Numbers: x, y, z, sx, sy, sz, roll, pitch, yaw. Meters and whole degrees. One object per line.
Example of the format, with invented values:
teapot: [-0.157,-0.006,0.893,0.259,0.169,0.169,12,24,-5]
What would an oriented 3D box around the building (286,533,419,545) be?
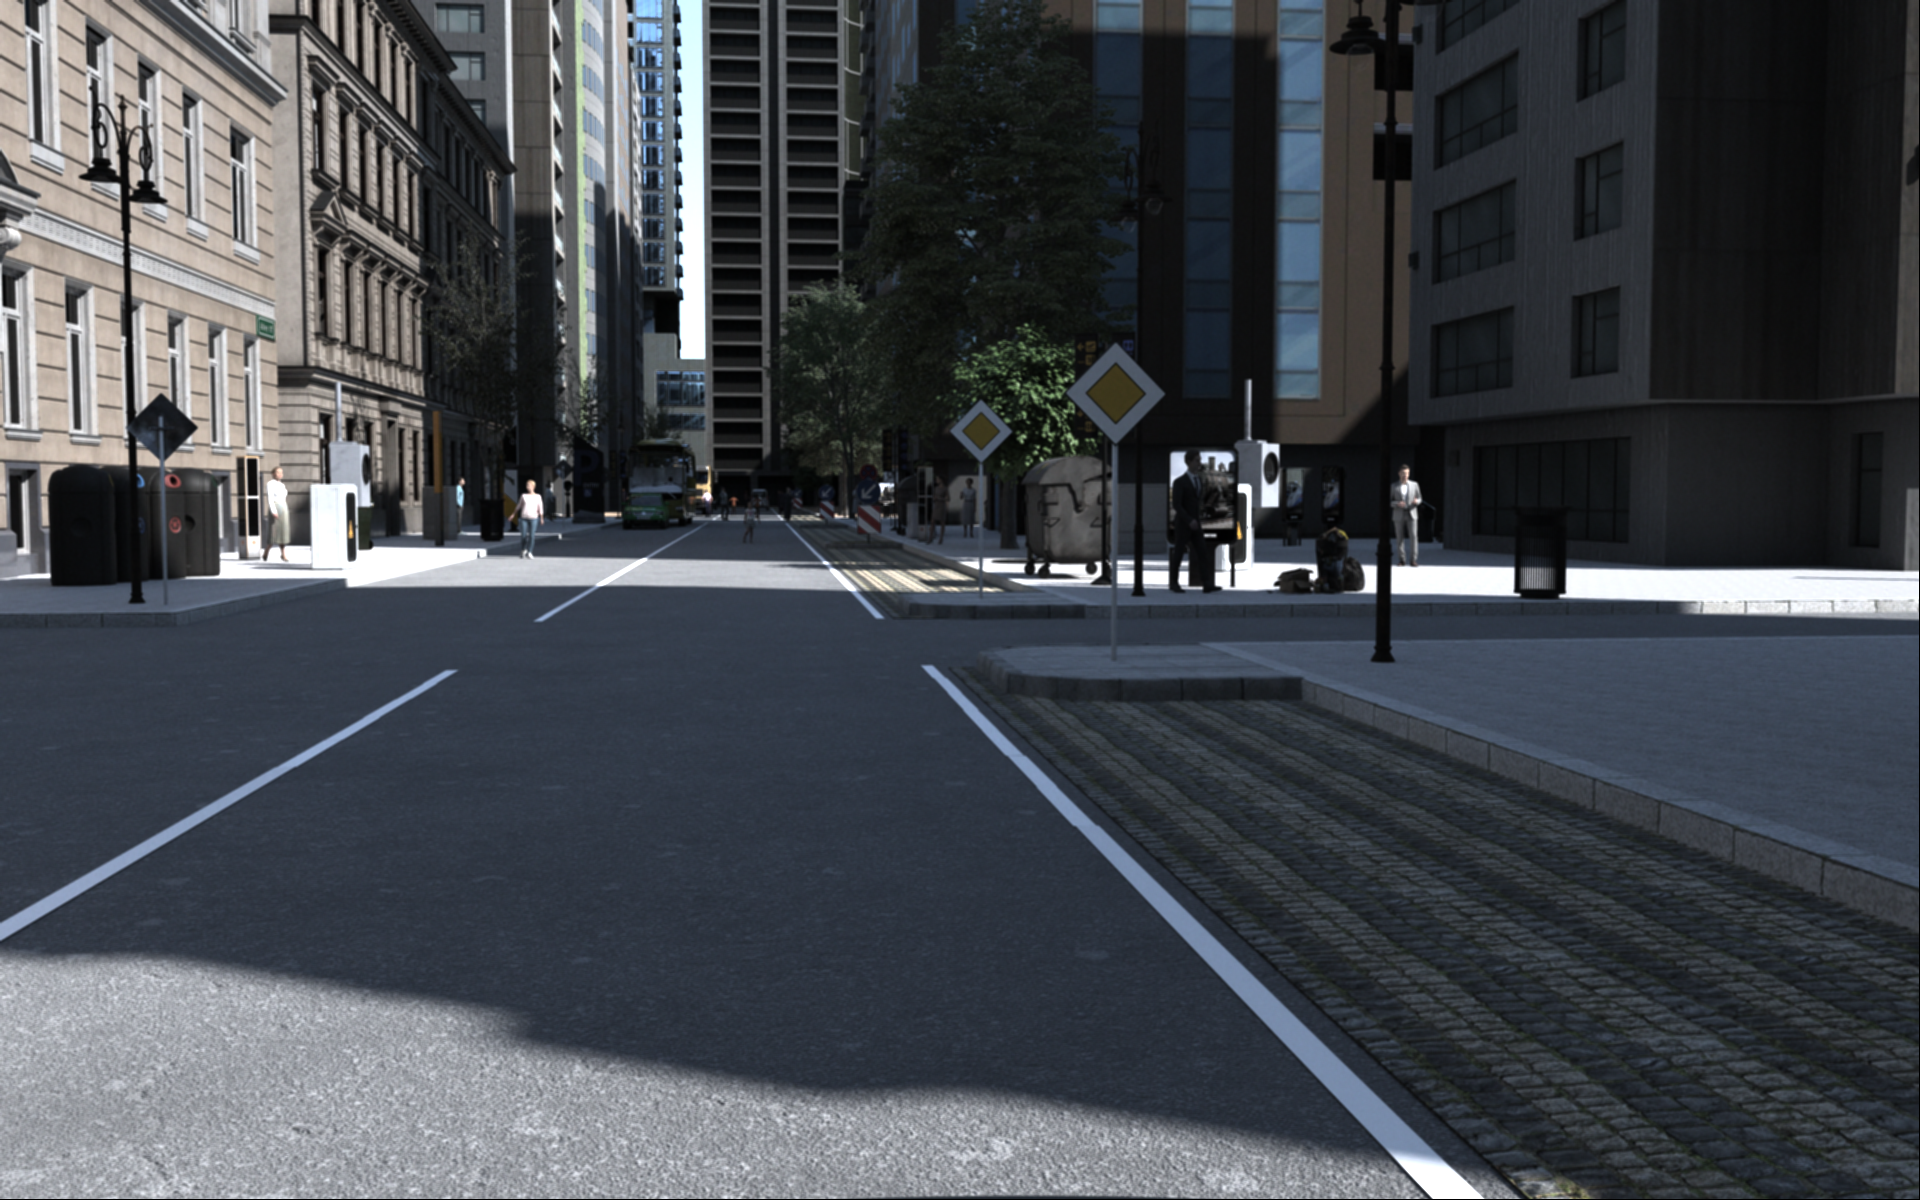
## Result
building: [-21.813,-11.413,51.235,10.561,19.102,19.286,0,4,-7]

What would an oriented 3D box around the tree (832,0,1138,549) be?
tree: [0.774,-7.459,40.079,7.486,12.596,7.792,0,3,0]

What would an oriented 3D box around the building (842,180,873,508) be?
building: [-4.075,-23.903,162.518,14.160,30.474,14.107,0,4,-7]

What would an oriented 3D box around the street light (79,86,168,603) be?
street light: [-9.695,-2.901,20.222,0.468,5.910,1.993,0,4,-7]

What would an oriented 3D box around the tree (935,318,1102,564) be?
tree: [1.240,-2.980,32.445,4.285,4.588,4.351,0,3,0]

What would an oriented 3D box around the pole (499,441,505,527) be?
pole: [-17.650,-4.456,66.696,0.158,3.312,0.155,0,3,0]

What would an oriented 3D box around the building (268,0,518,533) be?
building: [-24.622,-12.590,70.467,10.561,19.102,19.286,0,4,-7]

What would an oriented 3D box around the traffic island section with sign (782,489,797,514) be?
traffic island section with sign: [-11.715,-7.046,123.831,1.989,1.847,2.006,0,4,-7]

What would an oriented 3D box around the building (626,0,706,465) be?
building: [-43.327,-53.515,187.645,31.000,86.520,22.319,0,4,-7]

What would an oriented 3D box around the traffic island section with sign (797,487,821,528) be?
traffic island section with sign: [-5.735,-3.922,72.755,1.989,1.847,2.006,0,4,-7]

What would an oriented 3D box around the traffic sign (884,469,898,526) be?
traffic sign: [-2.739,-4.088,68.964,0.606,2.300,0.079,0,4,-4]

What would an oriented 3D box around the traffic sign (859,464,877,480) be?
traffic sign: [-3.877,-4.482,73.384,0.768,2.556,0.104,0,4,-1]

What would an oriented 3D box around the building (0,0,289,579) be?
building: [-21.365,-14.971,30.687,13.634,28.700,20.117,0,4,-7]

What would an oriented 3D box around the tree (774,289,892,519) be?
tree: [-5.746,-9.991,89.106,9.928,11.665,9.643,0,3,0]

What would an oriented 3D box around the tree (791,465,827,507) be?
tree: [-14.494,-11.184,166.578,4.285,4.588,4.351,0,3,0]

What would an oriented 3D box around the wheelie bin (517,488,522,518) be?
wheelie bin: [-23.677,-5.150,92.104,0.980,1.594,0.693,3,5,42]

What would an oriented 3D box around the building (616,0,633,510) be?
building: [-34.760,-30.150,143.058,14.600,45.320,14.200,0,4,-7]

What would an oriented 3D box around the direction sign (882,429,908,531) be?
direction sign: [-2.274,-4.201,60.684,0.876,3.537,0.379,0,4,-2]

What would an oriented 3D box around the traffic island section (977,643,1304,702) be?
traffic island section: [1.229,0.547,13.342,2.009,0.180,2.903,0,4,-7]

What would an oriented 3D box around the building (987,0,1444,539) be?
building: [8.241,-24.753,54.829,14.600,45.320,14.200,0,4,-7]

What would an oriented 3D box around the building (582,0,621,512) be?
building: [-35.611,-35.388,120.588,21.231,58.520,28.212,0,4,-7]

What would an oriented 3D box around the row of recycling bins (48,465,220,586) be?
row of recycling bins: [-12.265,-1.141,25.767,1.069,1.692,3.534,0,4,7]

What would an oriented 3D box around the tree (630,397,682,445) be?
tree: [-22.949,-11.014,130.434,4.737,8.622,4.395,0,3,0]

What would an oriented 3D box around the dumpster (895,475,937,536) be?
dumpster: [-1.324,-2.940,53.830,1.264,1.857,1.865,0,4,-6]

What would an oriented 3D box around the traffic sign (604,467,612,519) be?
traffic sign: [-16.649,-4.939,80.861,0.768,2.556,0.104,0,4,-2]

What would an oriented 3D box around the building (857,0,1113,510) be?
building: [3.452,-31.833,140.078,23.786,49.044,30.456,0,4,-7]

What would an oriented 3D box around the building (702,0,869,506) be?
building: [-17.711,-46.053,191.224,20.611,71.187,20.563,0,4,-7]

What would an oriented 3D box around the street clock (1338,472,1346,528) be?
street clock: [9.825,-2.484,45.191,0.471,2.002,0.358,1,4,11]

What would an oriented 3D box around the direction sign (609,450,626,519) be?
direction sign: [-17.728,-5.979,89.749,0.876,3.537,0.379,1,4,8]

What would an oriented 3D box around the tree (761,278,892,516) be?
tree: [-6.836,-11.947,101.987,9.857,13.997,8.962,0,3,0]

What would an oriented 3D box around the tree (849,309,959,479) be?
tree: [-1.830,-7.033,65.354,4.737,8.622,4.395,0,3,0]

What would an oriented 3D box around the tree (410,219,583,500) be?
tree: [-12.764,-5.943,47.523,4.360,8.622,3.978,0,3,0]

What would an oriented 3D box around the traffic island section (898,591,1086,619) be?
traffic island section: [0.300,0.062,21.273,2.009,0.180,2.903,0,4,-7]

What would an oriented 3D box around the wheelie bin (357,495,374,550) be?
wheelie bin: [-13.882,-1.935,39.537,0.693,1.594,0.980,2,4,29]

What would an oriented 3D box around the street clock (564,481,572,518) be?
street clock: [-21.241,-5.458,93.801,0.471,2.002,0.358,-2,4,-32]

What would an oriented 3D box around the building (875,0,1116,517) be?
building: [1.682,-28.547,116.849,14.600,45.320,14.200,0,4,-7]

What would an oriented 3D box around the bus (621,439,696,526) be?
bus: [-13.799,-5.447,80.613,2.896,3.916,12.252,0,4,-6]

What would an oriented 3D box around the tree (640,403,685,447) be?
tree: [-24.159,-11.544,139.102,4.360,8.622,3.978,0,3,0]

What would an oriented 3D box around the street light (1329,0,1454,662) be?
street light: [3.240,-2.465,13.096,0.468,5.910,1.993,0,4,-7]

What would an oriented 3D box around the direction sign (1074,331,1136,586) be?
direction sign: [2.032,-1.978,24.339,0.876,3.537,0.379,1,4,19]

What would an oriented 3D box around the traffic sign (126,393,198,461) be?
traffic sign: [-9.254,-1.095,20.095,0.795,2.593,0.064,0,4,-7]

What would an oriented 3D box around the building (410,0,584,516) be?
building: [-29.475,-25.482,100.232,14.154,41.232,14.086,0,4,-7]

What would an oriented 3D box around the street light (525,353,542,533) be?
street light: [-14.045,-5.143,56.884,0.468,5.910,1.993,0,4,-7]

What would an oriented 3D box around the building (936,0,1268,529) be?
building: [4.368,-26.090,76.687,14.600,45.320,14.200,0,4,-7]

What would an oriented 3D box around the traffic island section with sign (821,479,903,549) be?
traffic island section with sign: [-2.564,-2.270,45.746,1.989,1.847,2.006,0,4,-7]

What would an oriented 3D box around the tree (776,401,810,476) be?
tree: [-14.512,-15.611,173.366,7.486,12.596,7.792,0,3,0]

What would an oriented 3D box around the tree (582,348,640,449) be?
tree: [-18.834,-8.340,86.724,4.360,8.622,3.978,0,3,0]

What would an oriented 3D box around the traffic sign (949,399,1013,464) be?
traffic sign: [0.278,-1.162,21.187,0.795,2.593,0.064,0,4,-7]

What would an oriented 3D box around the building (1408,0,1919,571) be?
building: [18.007,-16.012,33.495,14.107,30.474,14.160,0,4,-7]

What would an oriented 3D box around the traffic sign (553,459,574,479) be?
traffic sign: [-14.804,-3.968,64.607,0.795,2.593,0.064,0,4,3]

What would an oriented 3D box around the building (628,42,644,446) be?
building: [-36.378,-29.074,158.959,14.086,41.232,14.154,0,4,-7]

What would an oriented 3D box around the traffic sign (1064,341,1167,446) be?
traffic sign: [1.207,-0.677,13.256,0.795,2.593,0.064,0,4,-7]

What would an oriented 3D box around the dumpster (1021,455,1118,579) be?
dumpster: [1.694,-1.285,26.770,1.264,1.857,1.865,0,4,-7]

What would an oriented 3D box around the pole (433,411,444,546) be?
pole: [-12.826,-2.982,42.592,0.158,3.312,0.155,0,3,0]
